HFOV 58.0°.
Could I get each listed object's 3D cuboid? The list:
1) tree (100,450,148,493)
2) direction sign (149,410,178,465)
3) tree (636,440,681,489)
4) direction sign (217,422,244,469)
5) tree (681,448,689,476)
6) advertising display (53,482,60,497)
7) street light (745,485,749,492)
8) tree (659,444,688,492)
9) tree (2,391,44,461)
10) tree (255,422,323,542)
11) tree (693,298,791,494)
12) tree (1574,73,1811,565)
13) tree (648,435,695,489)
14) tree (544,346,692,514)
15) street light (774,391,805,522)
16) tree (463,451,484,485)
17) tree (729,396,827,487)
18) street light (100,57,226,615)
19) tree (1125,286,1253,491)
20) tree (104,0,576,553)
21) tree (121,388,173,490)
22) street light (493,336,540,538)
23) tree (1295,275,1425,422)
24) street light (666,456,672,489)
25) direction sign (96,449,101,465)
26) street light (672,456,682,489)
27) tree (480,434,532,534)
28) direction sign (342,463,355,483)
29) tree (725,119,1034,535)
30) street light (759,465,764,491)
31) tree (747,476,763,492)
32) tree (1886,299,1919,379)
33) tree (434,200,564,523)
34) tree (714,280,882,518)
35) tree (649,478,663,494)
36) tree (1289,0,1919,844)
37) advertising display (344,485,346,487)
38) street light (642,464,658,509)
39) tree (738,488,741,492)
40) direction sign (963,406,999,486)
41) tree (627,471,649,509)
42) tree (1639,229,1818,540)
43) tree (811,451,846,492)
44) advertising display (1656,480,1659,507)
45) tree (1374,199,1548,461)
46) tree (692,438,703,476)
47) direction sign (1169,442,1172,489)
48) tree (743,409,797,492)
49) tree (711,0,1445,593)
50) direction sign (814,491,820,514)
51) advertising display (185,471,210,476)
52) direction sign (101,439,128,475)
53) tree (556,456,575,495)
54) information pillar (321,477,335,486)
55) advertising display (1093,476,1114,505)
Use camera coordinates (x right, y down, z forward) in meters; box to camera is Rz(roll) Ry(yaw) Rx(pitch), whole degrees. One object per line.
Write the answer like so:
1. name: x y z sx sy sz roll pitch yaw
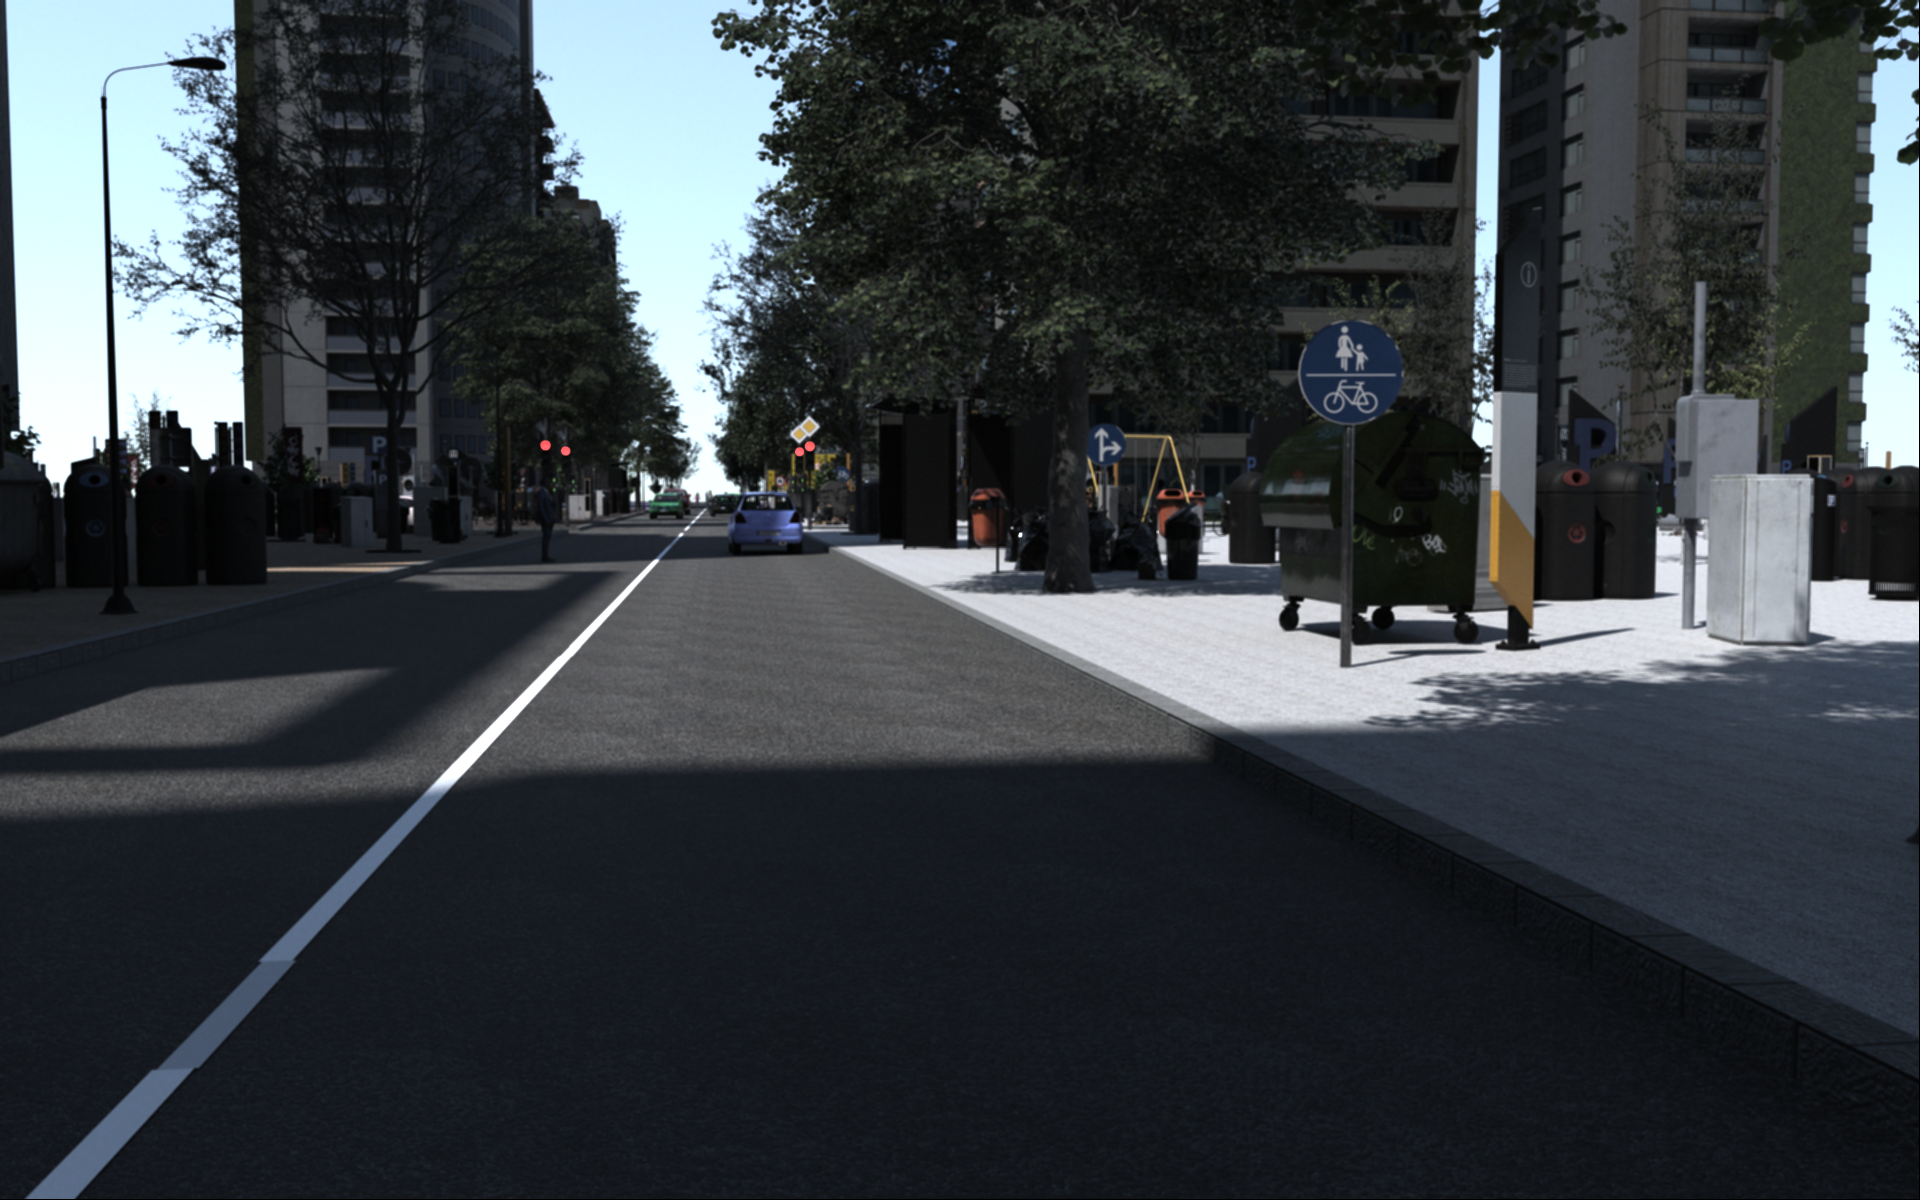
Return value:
1. tree: -53.773 -7.775 110.828 4.285 4.588 4.351 0 3 0
2. direction sign: -21.594 -3.367 47.053 0.876 3.537 0.379 1 4 11
3. tree: -35.900 -15.500 203.786 4.737 8.622 4.395 0 3 0
4. direction sign: -22.874 -3.815 54.378 0.876 3.537 0.379 1 4 11
5. tree: -36.492 -16.354 217.750 4.737 8.622 4.395 0 3 0
6. advertising display: -49.620 -5.499 95.123 0.123 1.923 0.974 -3 5 -41
7. street light: -18.475 -11.166 155.110 1.470 5.913 1.316 0 4 -8
8. tree: -43.120 -19.048 261.793 4.360 8.622 3.978 0 3 0
9. tree: -15.647 -2.027 27.746 1.663 3.219 1.824 0 3 0
10. tree: -18.194 -3.181 46.615 1.663 3.219 1.824 0 3 0
11. tree: -19.778 -19.147 168.938 12.611 20.169 13.585 0 3 0
12. tree: 13.169 -4.948 31.267 4.360 8.622 3.978 0 3 0
13. tree: -41.902 -19.309 250.116 7.601 10.594 8.767 -1 4 -9
14. tree: -23.333 -11.443 112.847 9.928 11.665 9.643 0 3 0
15. street light: -7.719 -6.462 78.193 1.470 5.913 1.316 0 4 -8
16. tree: -37.896 -9.064 131.913 4.285 4.588 4.351 0 3 0
17. tree: -14.600 -12.428 137.609 8.767 10.594 7.601 -2 4 -27
18. street light: -8.500 -2.811 18.497 1.470 5.913 1.316 0 4 -8
19. tree: 7.598 -6.589 58.099 4.360 8.622 3.978 0 3 0
20. tree: -12.465 -7.795 37.823 12.009 13.543 11.850 0 3 0
21. tree: -56.177 -10.377 120.033 4.360 8.622 3.978 0 3 0
22. street light: -13.054 -4.801 51.040 1.470 5.913 1.316 0 4 -8
23. tree: 13.369 -6.551 57.468 4.737 8.622 4.395 0 3 0
24. street light: -30.541 -12.543 177.616 1.470 5.913 1.316 0 4 -8
25. direction sign: -42.718 -5.769 86.325 0.379 3.537 0.876 3 5 42
26. street light: -37.367 -15.549 226.769 1.470 5.913 1.316 0 4 -8
27. tree: -14.662 -3.750 55.920 1.663 3.219 1.824 0 3 0
28. direction sign: -44.647 -8.233 126.599 0.876 3.537 0.379 -2 4 -28
29. tree: -3.231 -8.790 54.079 12.009 13.543 11.850 0 3 0
30. street light: -12.448 -8.513 111.729 1.470 5.913 1.316 0 4 -8
31. tree: -22.184 -11.697 185.846 1.663 3.219 1.824 0 3 0
32. tree: 25.443 -5.637 42.535 4.360 8.622 3.978 0 3 0
33. tree: -17.695 -10.312 75.248 9.857 13.997 8.962 0 3 0
34. tree: -8.464 -10.758 92.895 9.611 12.733 9.660 0 3 0
35. tree: -32.466 -11.678 185.543 1.663 3.219 1.824 0 3 0
36. tree: 3.880 -5.397 6.365 7.486 12.596 7.792 0 3 0
37. advertising display: -44.502 -7.308 124.703 0.974 1.923 0.123 2 4 31
38. street light: -25.999 -10.558 145.167 1.470 5.913 1.316 0 4 -8
39. tree: -36.903 -21.355 299.518 4.360 8.622 3.978 0 3 0
40. direction sign: 0.585 -3.208 44.441 0.876 3.537 0.379 0 4 -1
41. tree: -27.933 -9.361 147.649 1.663 3.219 1.824 0 3 0
42. tree: 21.120 -5.983 48.188 4.737 8.622 4.395 0 3 0
43. tree: -5.894 -5.077 77.615 1.663 3.219 1.824 0 3 0
44. advertising display: 31.905 -4.578 80.063 0.974 1.923 0.123 -2 4 -27
45. tree: 12.263 -5.679 43.214 4.360 8.622 3.978 0 3 0
46. tree: -48.747 -22.928 300.620 9.928 11.665 9.643 0 3 0
47. direction sign: 9.097 -5.065 74.803 0.379 3.537 0.876 0 4 0
48. tree: -13.114 -10.975 129.807 4.360 8.622 3.978 0 3 0
49. tree: 1.477 -7.089 22.554 9.857 13.997 8.962 0 3 0
50. direction sign: -10.570 -8.147 125.195 0.876 3.537 0.379 3 5 41
51. advertising display: -21.592 -2.678 49.001 0.974 1.923 0.123 2 4 24
52. direction sign: -34.604 -4.838 71.101 0.876 3.537 0.379 0 4 -1
53. tree: -28.903 -8.836 128.179 4.285 4.588 4.351 0 3 0
54. information pillar: -27.482 -4.321 75.143 0.304 2.012 0.304 1 4 10
55. advertising display: 5.187 -3.502 62.464 0.974 1.923 0.123 -3 4 -36
